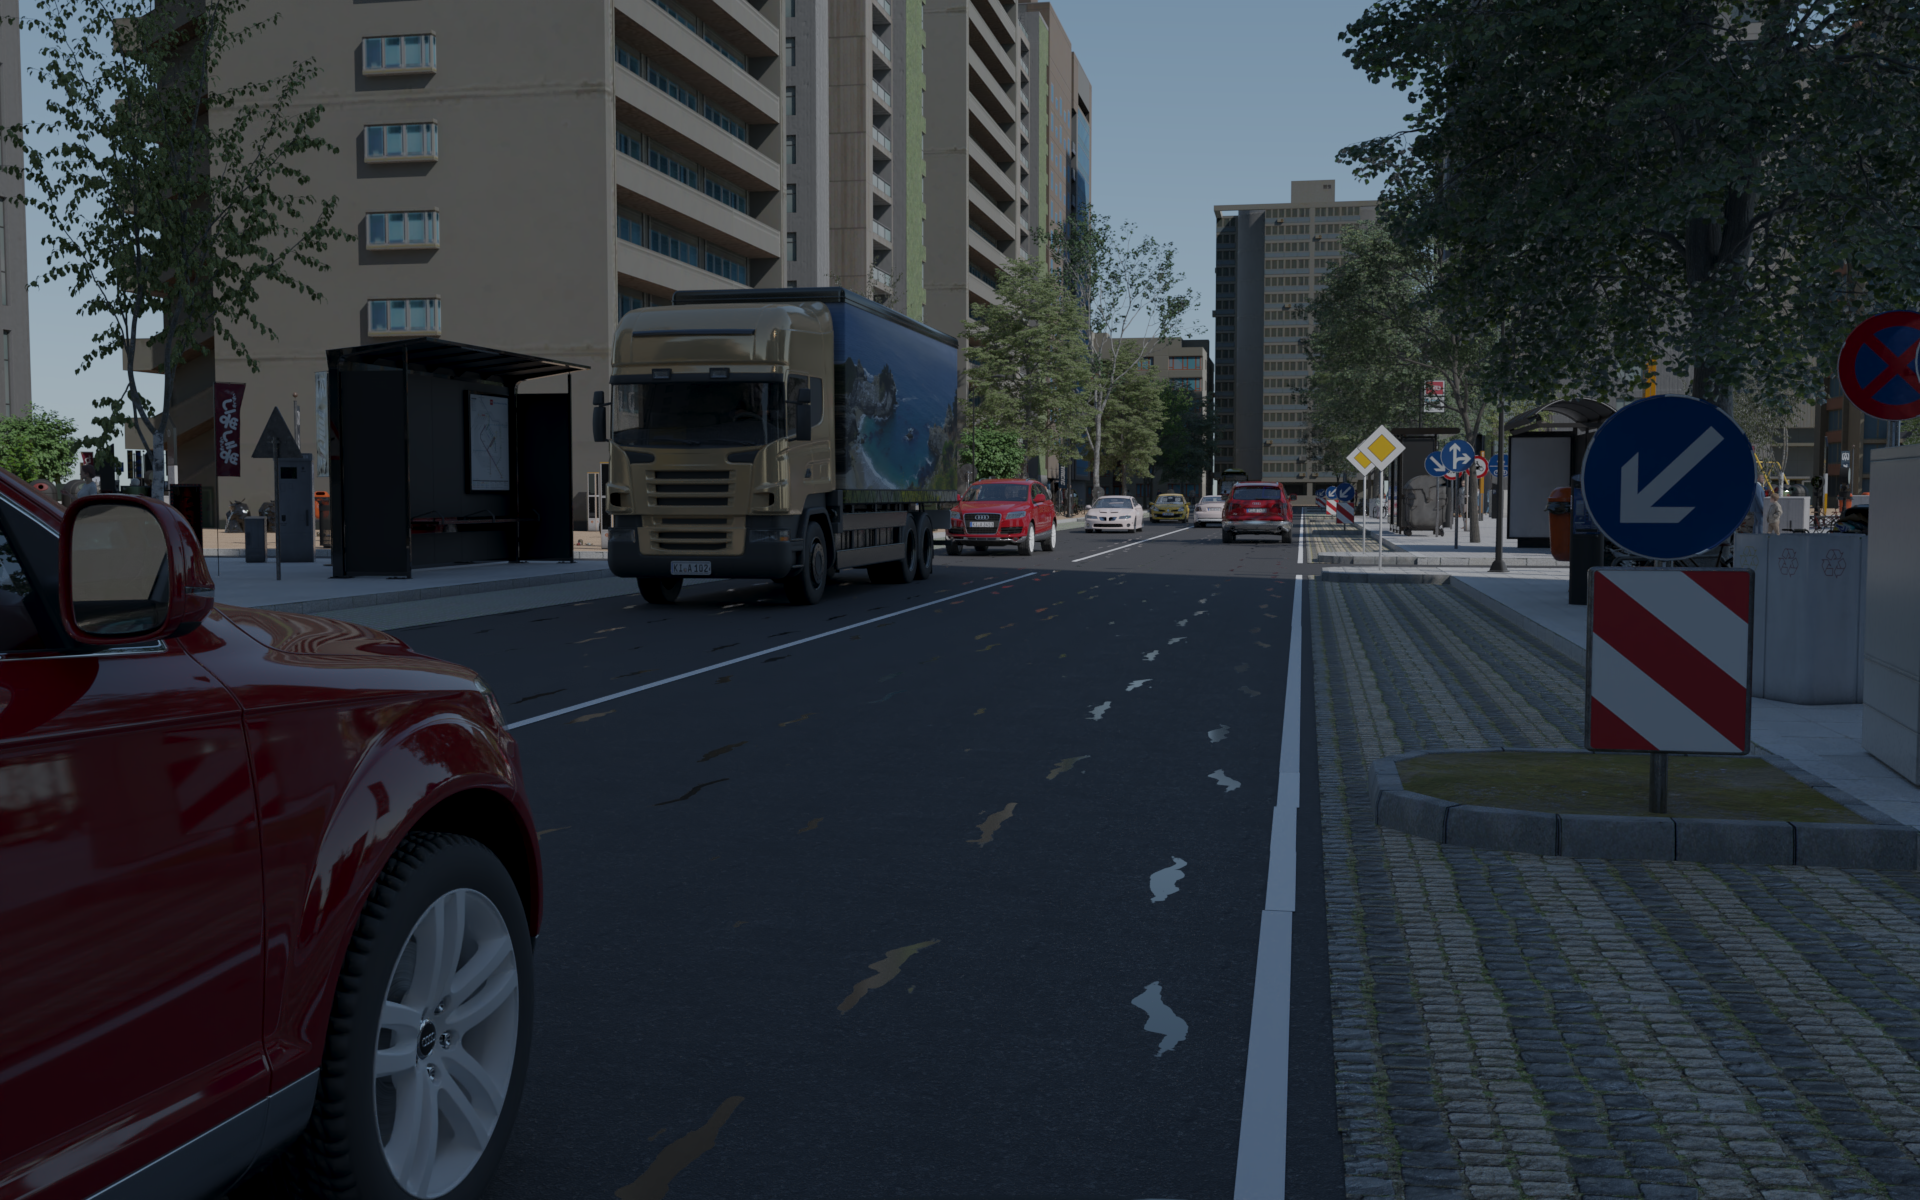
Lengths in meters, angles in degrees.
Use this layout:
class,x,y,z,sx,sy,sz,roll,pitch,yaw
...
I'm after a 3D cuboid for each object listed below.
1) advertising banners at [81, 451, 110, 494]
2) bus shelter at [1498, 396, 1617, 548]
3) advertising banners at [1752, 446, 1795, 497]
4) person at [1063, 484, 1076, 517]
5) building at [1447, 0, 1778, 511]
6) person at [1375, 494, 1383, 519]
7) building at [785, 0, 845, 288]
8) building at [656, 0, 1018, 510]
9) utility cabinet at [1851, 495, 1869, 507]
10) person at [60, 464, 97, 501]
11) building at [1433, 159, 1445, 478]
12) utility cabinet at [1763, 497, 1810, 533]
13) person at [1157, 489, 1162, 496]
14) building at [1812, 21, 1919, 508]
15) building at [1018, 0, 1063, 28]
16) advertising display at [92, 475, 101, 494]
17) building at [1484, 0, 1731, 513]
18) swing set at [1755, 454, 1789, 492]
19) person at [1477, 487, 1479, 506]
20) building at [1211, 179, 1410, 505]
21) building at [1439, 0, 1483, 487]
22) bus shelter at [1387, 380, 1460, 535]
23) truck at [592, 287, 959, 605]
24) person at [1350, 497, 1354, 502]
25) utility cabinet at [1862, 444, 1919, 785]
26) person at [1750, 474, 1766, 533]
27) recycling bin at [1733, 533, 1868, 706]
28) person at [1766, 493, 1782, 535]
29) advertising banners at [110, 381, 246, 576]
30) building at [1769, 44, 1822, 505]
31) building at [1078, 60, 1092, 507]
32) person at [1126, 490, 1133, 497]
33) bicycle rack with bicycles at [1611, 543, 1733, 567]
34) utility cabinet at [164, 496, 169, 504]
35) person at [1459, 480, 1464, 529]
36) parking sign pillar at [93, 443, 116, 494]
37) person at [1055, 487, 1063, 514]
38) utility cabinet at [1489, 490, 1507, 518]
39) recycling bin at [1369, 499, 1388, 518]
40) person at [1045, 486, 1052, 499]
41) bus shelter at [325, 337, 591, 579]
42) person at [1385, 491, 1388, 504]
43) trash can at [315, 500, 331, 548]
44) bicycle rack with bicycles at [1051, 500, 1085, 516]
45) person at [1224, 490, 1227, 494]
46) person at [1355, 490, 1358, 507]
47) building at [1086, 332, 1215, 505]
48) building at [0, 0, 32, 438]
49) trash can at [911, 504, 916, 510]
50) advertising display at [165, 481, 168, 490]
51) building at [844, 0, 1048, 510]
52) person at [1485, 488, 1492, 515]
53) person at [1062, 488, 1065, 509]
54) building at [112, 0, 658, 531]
class,x,y,z,sx,sy,sz,roll,pitch,yaw
advertising banners,-35.278,-4.615,71.644,0.090,3.025,2.074,3,5,40
bus shelter,13.307,-2.732,38.600,2.014,3.302,5.546,1,4,11
advertising banners,29.215,-4.068,62.697,2.074,3.025,0.090,0,4,-5
person,6.139,-5.604,97.451,0.755,1.850,0.659,2,4,35
building,49.304,-42.475,132.713,20.563,71.187,20.611,1,4,11
person,21.409,-4.783,88.526,0.425,1.301,0.394,2,4,28
building,-10.251,-25.343,97.949,14.154,41.232,14.086,1,4,11
building,-7.993,-30.780,126.947,21.300,48.544,21.600,1,4,11
utility cabinet,42.202,-4.290,81.296,1.020,1.237,0.306,3,5,43
person,-14.042,-1.290,27.707,0.480,1.755,0.524,3,5,42
building,69.461,-33.758,206.568,28.867,44.769,22.147,1,4,11
utility cabinet,20.023,-1.886,41.995,0.306,1.237,1.020,-3,4,-36
person,20.149,-10.293,174.785,0.683,1.767,0.568,1,4,21
building,92.679,-30.494,153.203,28.867,44.769,22.147,1,4,11
building,2.281,-31.037,157.561,14.600,45.320,14.200,1,4,11
advertising display,-29.714,-3.317,59.441,0.123,1.923,0.974,0,4,-6
building,42.941,-26.522,117.233,14.154,41.232,14.086,1,4,11
swing set,29.498,-4.118,64.944,2.862,2.851,3.119,1,4,19
person,29.608,-5.698,99.222,0.581,1.822,0.654,2,4,31
building,43.951,-32.124,217.100,23.993,40.220,32.217,1,4,11
building,54.859,-37.628,157.221,21.231,58.520,28.212,1,4,11
bus shelter,15.482,-4.956,58.665,2.179,5.291,8.768,1,4,11
truck,-2.316,-2.262,25.898,2.839,4.237,11.283,1,4,11
person,31.833,-8.033,140.567,0.628,1.438,0.799,-1,4,-18
utility cabinet,4.465,0.043,7.973,0.318,1.500,1.173,1,4,17
person,20.313,-2.313,44.040,0.419,1.800,0.721,0,4,7
recycling bin,5.383,0.101,10.895,0.722,1.027,0.722,-1,4,-14
person,19.373,-1.888,41.191,0.640,1.303,0.475,-1,4,-14
advertising banners,-11.918,-1.859,26.582,0.090,3.025,2.074,3,5,41
building,97.642,-37.574,203.570,27.495,52.752,28.713,1,4,11
building,5.292,-32.071,174.479,14.200,45.320,14.600,1,4,11
person,17.668,-10.728,182.239,1.217,1.735,0.721,-2,4,-24
bicycle rack with bicycles,8.341,-0.285,18.040,2.925,0.926,2.852,-2,4,-26
utility cabinet,-27.239,-2.992,60.073,0.306,1.237,1.020,3,5,42
person,18.653,-3.535,63.954,0.853,1.813,0.709,-3,5,-42
parking sign pillar,-45.342,-6.303,91.532,1.447,3.967,1.447,2,4,25
person,6.275,-6.285,109.216,0.576,1.772,0.534,2,4,30
utility cabinet,29.002,-5.177,93.328,0.318,1.500,1.173,-1,4,-23
recycling bin,22.755,-4.993,94.188,0.722,1.027,0.722,-3,4,-38
person,5.718,-6.567,113.601,0.592,1.802,0.473,1,4,17
bus shelter,-8.220,-2.314,29.112,1.731,3.624,6.357,1,4,11
person,21.789,-4.957,87.430,0.444,1.785,0.601,-3,5,-45
trash can,-14.848,-1.795,40.997,0.748,1.137,0.748,0,3,0
bicycle rack with bicycles,6.634,-5.700,106.573,2.925,0.926,2.852,-3,5,-42
person,20.311,-7.514,132.066,0.721,1.736,1.217,2,4,27
person,39.766,-10.199,173.518,0.721,1.743,1.217,1,4,20
building,17.006,-22.942,220.142,28.899,21.520,27.650,1,4,11
building,-44.250,-23.099,61.267,14.086,41.232,14.154,1,4,11
trash can,-1.779,-2.830,57.932,0.748,1.137,0.748,0,3,0
advertising display,-38.924,-4.843,84.402,0.974,1.923,0.123,1,4,17
building,-0.664,-28.152,143.877,14.154,41.232,14.086,1,4,11
person,32.315,-6.062,105.425,0.793,1.790,0.793,1,4,16
person,8.191,-7.855,135.194,0.721,1.743,1.217,-3,5,-42
building,-20.427,-27.326,70.479,21.300,48.544,21.600,1,4,11
